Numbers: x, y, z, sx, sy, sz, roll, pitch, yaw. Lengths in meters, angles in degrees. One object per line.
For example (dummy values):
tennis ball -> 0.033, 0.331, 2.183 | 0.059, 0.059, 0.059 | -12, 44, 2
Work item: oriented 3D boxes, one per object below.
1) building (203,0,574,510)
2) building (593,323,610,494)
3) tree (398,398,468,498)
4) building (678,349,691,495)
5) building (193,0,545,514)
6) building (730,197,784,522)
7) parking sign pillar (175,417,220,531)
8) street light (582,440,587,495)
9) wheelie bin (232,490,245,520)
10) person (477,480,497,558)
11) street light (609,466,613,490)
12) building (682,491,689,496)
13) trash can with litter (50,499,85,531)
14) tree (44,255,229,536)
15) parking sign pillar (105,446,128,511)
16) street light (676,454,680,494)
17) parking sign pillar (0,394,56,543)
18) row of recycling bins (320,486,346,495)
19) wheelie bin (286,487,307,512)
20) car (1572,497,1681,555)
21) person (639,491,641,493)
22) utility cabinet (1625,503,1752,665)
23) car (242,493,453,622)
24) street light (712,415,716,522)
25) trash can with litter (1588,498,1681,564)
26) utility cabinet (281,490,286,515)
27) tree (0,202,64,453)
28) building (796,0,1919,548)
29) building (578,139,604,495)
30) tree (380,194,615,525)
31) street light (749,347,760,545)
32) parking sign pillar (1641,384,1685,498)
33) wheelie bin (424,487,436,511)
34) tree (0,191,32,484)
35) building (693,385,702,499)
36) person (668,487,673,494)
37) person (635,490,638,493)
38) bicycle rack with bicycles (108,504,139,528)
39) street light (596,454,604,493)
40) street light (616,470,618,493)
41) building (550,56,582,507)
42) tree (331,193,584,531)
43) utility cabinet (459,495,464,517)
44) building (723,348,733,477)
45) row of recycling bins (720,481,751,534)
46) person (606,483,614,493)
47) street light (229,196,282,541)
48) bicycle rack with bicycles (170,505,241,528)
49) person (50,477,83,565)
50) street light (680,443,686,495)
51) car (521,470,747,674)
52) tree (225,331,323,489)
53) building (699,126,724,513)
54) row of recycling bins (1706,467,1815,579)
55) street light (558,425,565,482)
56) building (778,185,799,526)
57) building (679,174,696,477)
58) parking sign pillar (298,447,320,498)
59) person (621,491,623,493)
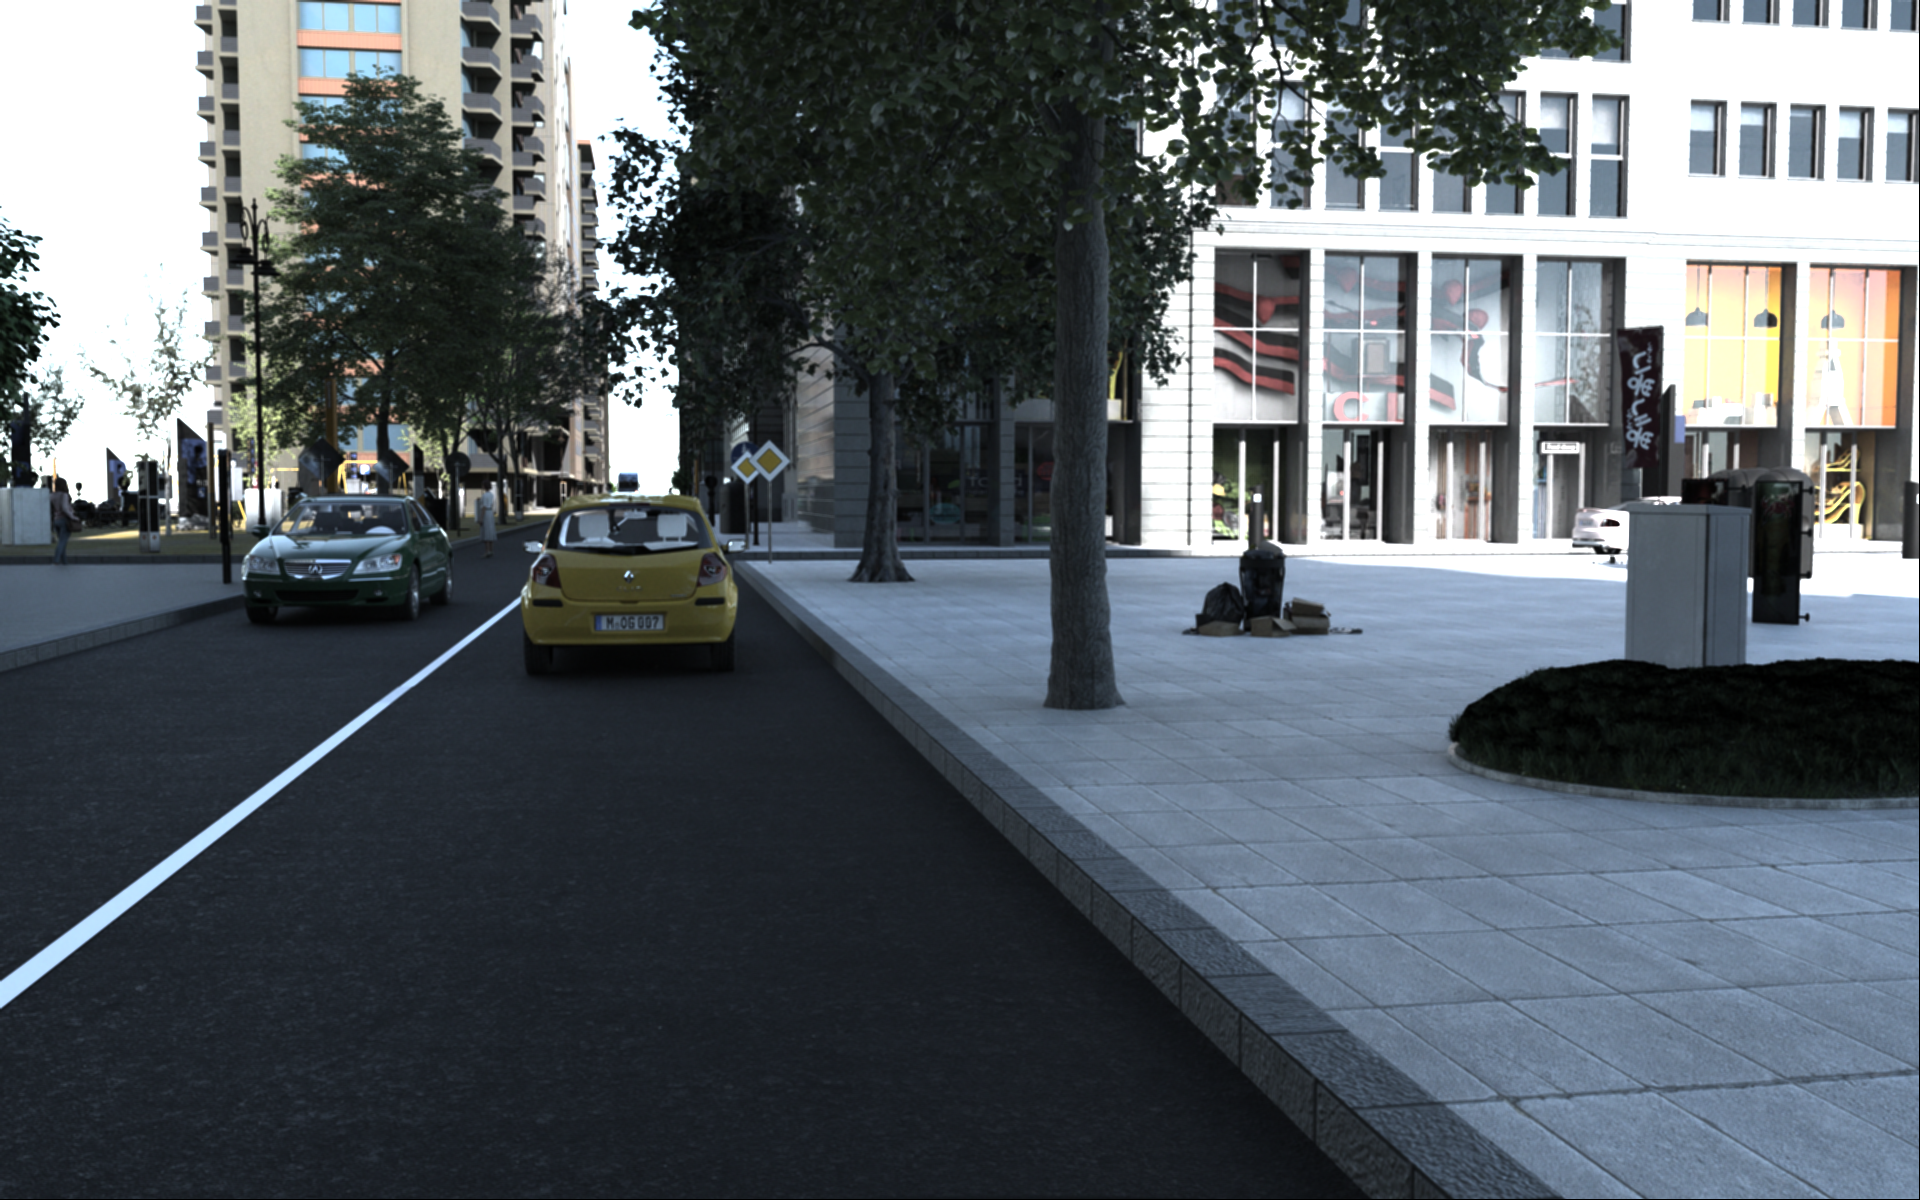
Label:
building -> -48.346, -34.387, 151.462 | 28.713, 52.752, 27.495 | -1, 4, -10
building -> -59.608, -29.754, 258.175 | 14.160, 30.474, 14.107 | -1, 4, -10
tree -> -31.744, -9.469, 105.183 | 4.737, 8.622, 4.395 | 0, 3, 0
building -> -35.912, -30.142, 264.521 | 14.160, 30.474, 14.107 | -1, 4, -10
building -> -41.381, -28.705, 123.958 | 22.147, 44.769, 28.867 | -1, 4, -10
building -> -6.538, -14.579, 87.525 | 9.793, 20.994, 18.267 | -1, 4, -10
parking sign pillar -> -27.026, -4.454, 61.302 | 1.447, 3.967, 1.447 | 1, 4, 23
street light -> -32.339, -10.798, 149.337 | 0.468, 5.910, 1.993 | -1, 4, -10
wheelie bin -> -36.250, -4.840, 87.040 | 0.693, 1.594, 0.980 | 1, 4, 17
person -> -10.722, -1.832, 39.015 | 0.524, 1.755, 0.480 | 1, 4, 12
street light -> -46.570, -15.807, 231.237 | 0.468, 5.910, 1.993 | -1, 4, -10
building -> -29.586, -49.452, 246.789 | 20.563, 71.187, 20.611 | -1, 4, -10
trash can with litter -> -31.847, -3.078, 61.387 | 1.678, 1.210, 2.233 | 1, 4, 20
tree -> -24.457, -6.262, 52.750 | 4.360, 8.622, 3.978 | 0, 3, 0
parking sign pillar -> -47.939, -6.732, 98.532 | 1.447, 3.967, 1.447 | 1, 4, 12
street light -> -30.364, -13.196, 188.535 | 0.468, 5.910, 1.993 | -1, 4, -10
parking sign pillar -> -24.634, -3.489, 45.511 | 1.447, 3.967, 1.447 | -2, 4, -29
row of recycling bins -> -33.106, -5.116, 90.759 | 3.534, 1.692, 1.069 | 1, 4, 16
wheelie bin -> -31.034, -4.471, 81.001 | 0.980, 1.594, 0.693 | 0, 4, -7
car -> 16.182, -1.619, 38.829 | 4.827, 1.381, 2.083 | -1, 4, -10
person -> -32.143, -10.140, 174.739 | 0.568, 1.767, 0.683 | 1, 4, 16
utility cabinet -> 4.661, 0.002, 11.132 | 0.306, 1.237, 1.020 | 0, 4, -6
car -> -7.320, -0.565, 21.035 | 2.131, 1.459, 4.920 | -1, 4, -9
street light -> -11.189, -6.462, 78.442 | 0.468, 5.910, 1.993 | -1, 4, -10
trash can with litter -> 12.689, -1.274, 31.896 | 2.233, 1.210, 1.678 | 0, 4, 7
utility cabinet -> -41.259, -5.871, 104.677 | 1.173, 1.500, 0.318 | 2, 4, 31
tree -> -10.258, -1.995, 16.334 | 4.285, 4.588, 4.351 | 0, 3, 0
building -> 10.603, -16.545, 48.005 | 29.804, 29.767, 11.434 | -1, 4, -10
building -> -54.732, -33.798, 207.214 | 22.147, 44.769, 28.867 | -1, 4, -10
tree -> -19.319, -9.896, 72.164 | 12.009, 13.543, 11.850 | 0, 3, 0
street light -> -5.121, -4.314, 43.318 | 0.468, 5.910, 1.993 | -1, 4, -10
parking sign pillar -> 17.530, -3.347, 43.203 | 1.447, 3.967, 1.447 | 0, 4, -7
wheelie bin -> -24.835, -4.460, 80.823 | 0.693, 1.594, 0.980 | -1, 4, -9
tree -> -22.571, -5.406, 38.755 | 4.737, 8.622, 4.395 | 0, 3, 0
building -> -12.918, -20.266, 176.388 | 27.650, 21.520, 28.899 | -1, 4, -10
person -> -15.656, -5.166, 93.138 | 0.473, 1.802, 0.592 | 2, 4, 33
person -> -25.844, -7.914, 138.422 | 0.617, 1.759, 0.750 | 0, 4, -7
bicycle rack with bicycles -> -32.148, -3.166, 65.148 | 2.852, 0.926, 2.925 | 3, 4, 37
street light -> -38.666, -12.992, 185.206 | 0.468, 5.910, 1.993 | -1, 4, -10
street light -> -52.864, -18.000, 267.093 | 0.468, 5.910, 1.993 | -1, 4, -10
building -> -45.462, -32.003, 173.360 | 14.600, 45.320, 14.200 | -1, 4, -10
tree -> -18.006, -8.267, 60.918 | 9.928, 11.665, 9.643 | 0, 3, 0
utility cabinet -> -27.831, -5.174, 95.755 | 0.306, 1.237, 1.020 | 1, 4, 20
building -> -8.962, -15.369, 106.042 | 10.420, 20.320, 16.860 | -1, 4, -10
row of recycling bins -> -7.423, -3.064, 57.214 | 1.069, 1.692, 3.534 | 0, 4, -6
person -> -12.327, -3.241, 61.505 | 0.620, 1.820, 0.660 | -1, 4, -8
street light -> -11.022, -3.330, 27.228 | 0.468, 5.910, 1.993 | -1, 4, -10
bicycle rack with bicycles -> -28.229, -3.162, 65.085 | 2.852, 0.926, 2.925 | 2, 4, 25
person -> -16.597, -1.400, 31.980 | 0.593, 1.750, 0.643 | 2, 4, 28
street light -> -24.321, -11.054, 153.516 | 0.468, 5.910, 1.993 | -1, 4, -10
car -> -2.876, -0.312, 15.319 | 2.015, 1.641, 3.980 | -1, 4, -9
tree -> -29.965, -7.657, 75.552 | 4.737, 8.622, 4.395 | 0, 3, 0
building -> -11.685, -21.600, 124.864 | 14.160, 30.474, 14.107 | -1, 4, -10
row of recycling bins -> 12.636, -1.256, 27.651 | 1.069, 1.692, 3.534 | 0, 4, 8
street light -> -26.281, -8.656, 114.320 | 0.468, 5.910, 1.993 | -1, 4, -10
building -> 0.050, -17.090, 66.814 | 14.401, 28.519, 23.554 | -1, 4, -10
building -> -24.951, -34.784, 223.337 | 22.147, 44.769, 28.867 | -1, 4, -10
parking sign pillar -> -31.639, -5.854, 84.191 | 1.447, 3.967, 1.447 | 3, 5, 42
person -> -32.182, -9.489, 164.582 | 0.756, 1.711, 0.436 | 2, 4, 24
